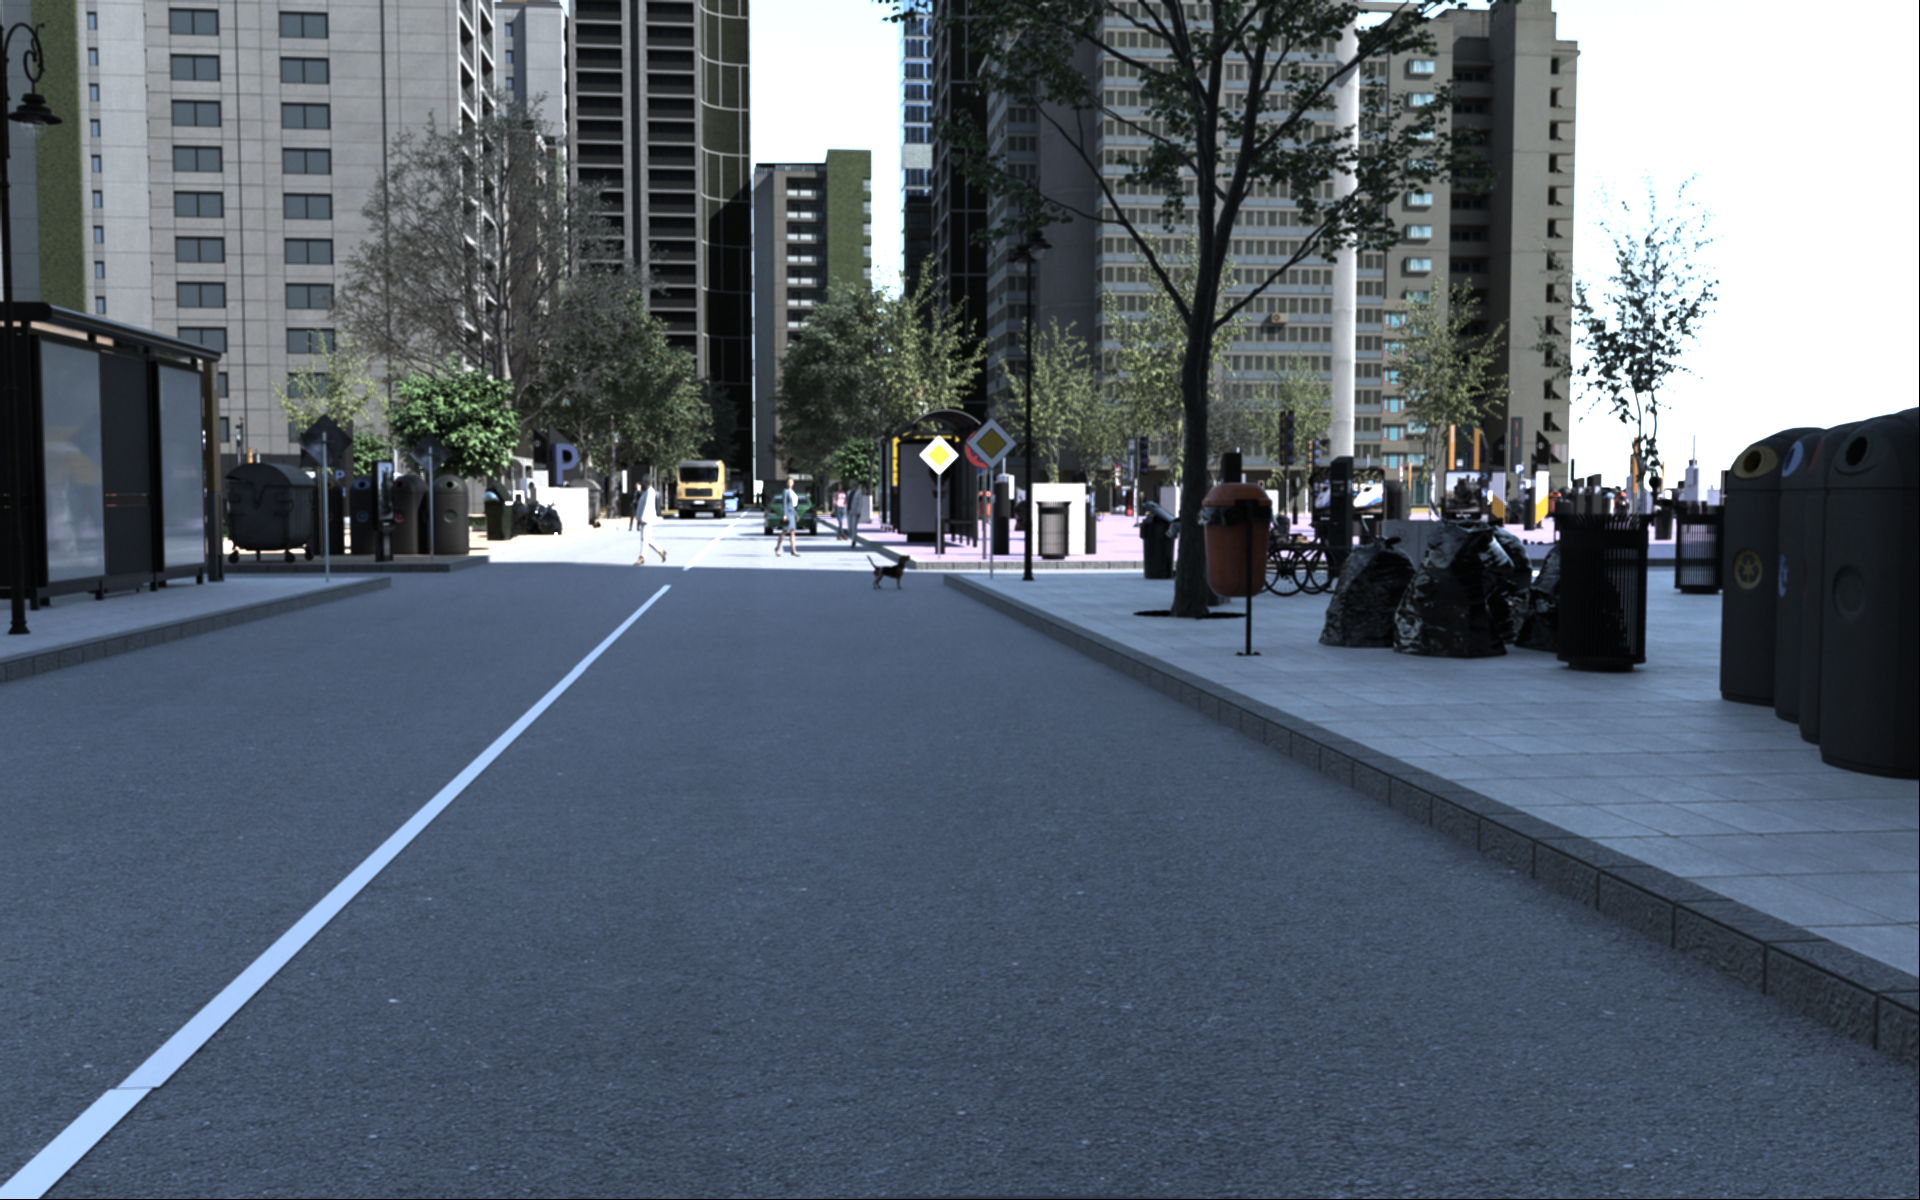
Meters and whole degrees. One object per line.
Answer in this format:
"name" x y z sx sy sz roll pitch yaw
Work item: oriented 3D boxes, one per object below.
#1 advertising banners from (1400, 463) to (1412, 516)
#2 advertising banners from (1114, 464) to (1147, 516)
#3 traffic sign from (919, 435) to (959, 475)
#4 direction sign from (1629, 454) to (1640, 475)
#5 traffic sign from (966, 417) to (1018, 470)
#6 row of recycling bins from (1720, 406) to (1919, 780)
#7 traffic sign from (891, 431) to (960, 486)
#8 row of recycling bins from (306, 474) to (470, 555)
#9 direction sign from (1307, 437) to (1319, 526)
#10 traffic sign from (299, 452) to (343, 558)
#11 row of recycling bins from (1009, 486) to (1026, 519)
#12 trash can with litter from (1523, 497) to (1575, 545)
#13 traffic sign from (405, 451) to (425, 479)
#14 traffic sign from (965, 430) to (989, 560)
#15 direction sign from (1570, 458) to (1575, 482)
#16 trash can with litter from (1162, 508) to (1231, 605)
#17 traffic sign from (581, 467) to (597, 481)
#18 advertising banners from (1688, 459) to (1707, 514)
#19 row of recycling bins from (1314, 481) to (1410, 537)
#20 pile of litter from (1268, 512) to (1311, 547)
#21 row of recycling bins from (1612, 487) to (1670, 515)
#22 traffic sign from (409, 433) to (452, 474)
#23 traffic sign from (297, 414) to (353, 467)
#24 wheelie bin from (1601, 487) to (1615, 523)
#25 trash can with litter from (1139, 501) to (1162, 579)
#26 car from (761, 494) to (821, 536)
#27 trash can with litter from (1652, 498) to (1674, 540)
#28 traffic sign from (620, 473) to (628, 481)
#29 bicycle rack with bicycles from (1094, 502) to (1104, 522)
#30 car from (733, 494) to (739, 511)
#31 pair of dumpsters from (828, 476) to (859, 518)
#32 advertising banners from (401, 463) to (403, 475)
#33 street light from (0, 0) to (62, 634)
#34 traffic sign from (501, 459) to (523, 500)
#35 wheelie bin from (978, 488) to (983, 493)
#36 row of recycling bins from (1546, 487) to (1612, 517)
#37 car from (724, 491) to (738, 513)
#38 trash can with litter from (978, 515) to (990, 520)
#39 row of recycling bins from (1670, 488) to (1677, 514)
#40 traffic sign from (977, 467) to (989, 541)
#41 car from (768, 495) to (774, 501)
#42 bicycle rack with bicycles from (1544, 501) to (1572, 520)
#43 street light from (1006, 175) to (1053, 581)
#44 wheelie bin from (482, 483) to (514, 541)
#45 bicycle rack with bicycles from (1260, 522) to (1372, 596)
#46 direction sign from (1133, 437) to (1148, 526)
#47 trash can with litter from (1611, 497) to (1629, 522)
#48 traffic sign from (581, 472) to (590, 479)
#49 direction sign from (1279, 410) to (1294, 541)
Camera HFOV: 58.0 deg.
"advertising banners" 25.294 -6.251 98.391 0.090 3.025 2.074 2 4 33
"advertising banners" 9.852 -6.367 100.283 2.074 3.025 0.090 -1 4 -12
"traffic sign" -0.393 -1.958 34.200 0.795 2.593 0.064 0 4 -6
"direction sign" 38.002 -6.450 97.450 0.876 3.537 0.379 -1 4 -21
"traffic sign" 0.499 -1.472 26.265 0.795 2.593 0.064 0 4 -6
"row of recycling bins" 4.901 -0.138 9.369 1.069 1.692 3.534 1 4 15
"traffic sign" -1.097 -3.818 56.297 2.265 3.308 0.079 0 4 1
"row of recycling bins" -12.124 -1.808 36.666 3.534 1.692 1.069 0 4 3
"direction sign" 14.149 -4.738 69.457 0.379 3.537 0.876 3 5 42
"traffic sign" -12.834 -2.128 34.790 0.884 2.594 0.081 0 4 0
"row of recycling bins" 3.157 -5.066 89.936 3.534 1.692 1.069 -3 5 -45
"trash can with litter" 14.963 -2.020 44.082 2.233 1.210 1.678 -1 4 -11
"traffic sign" -13.513 -2.651 43.442 0.768 2.556 0.104 0 4 -5
"traffic sign" 0.481 -2.061 33.798 0.768 2.556 0.104 0 4 2
"direction sign" 38.139 -7.089 107.896 0.379 3.537 0.876 0 4 4
"trash can with litter" 2.827 -0.539 20.203 0.624 1.170 1.055 1 4 22
"traffic sign" -17.328 -4.936 80.803 0.768 2.556 0.104 0 4 -1
"advertising banners" 36.959 -5.475 85.702 0.090 3.025 2.074 -3 4 -37
"row of recycling bins" 12.305 -2.812 53.097 3.534 1.692 1.069 -2 4 -30
"pile of litter" 8.048 -1.714 41.983 1.176 0.858 1.719 3 5 41
"row of recycling bins" 42.002 -6.150 107.660 3.534 1.692 1.069 2 4 34
"traffic sign" -10.129 -1.892 33.130 0.795 2.593 0.064 0 4 -6
"traffic sign" -9.237 -1.407 25.195 0.795 2.593 0.064 0 4 -6
"wheelie bin" 27.808 -4.096 74.878 0.980 1.594 0.693 2 4 32
"trash can with litter" 3.249 -0.906 26.202 1.055 1.170 0.624 2 4 30
"car" -5.972 -3.022 61.204 2.131 1.459 4.920 0 4 -5
"trash can with litter" 19.612 -2.268 48.469 0.624 1.170 1.055 1 4 14
"traffic sign" -20.482 -6.504 106.441 0.768 2.556 0.104 0 4 -2
"bicycle rack with bicycles" 5.411 -4.088 80.222 2.925 0.926 2.852 -2 4 -30
"car" -19.066 -8.127 141.665 1.959 1.807 4.718 0 4 -5
"pair of dumpsters" -6.321 -5.611 94.229 1.574 2.255 4.437 0 4 -6
"advertising banners" -30.808 -6.111 96.095 0.090 3.025 2.074 -2 4 -25
"street light" -8.643 -2.626 15.728 0.468 5.910 1.993 0 4 -6
"traffic sign" -16.183 -3.823 62.612 0.768 2.556 0.104 0 4 -4
"wheelie bin" 1.053 -4.967 89.115 0.980 1.594 0.693 -1 4 -8
"row of recycling bins" 33.627 -5.367 94.867 1.069 1.692 3.534 -3 5 -42
"car" -18.095 -7.593 133.730 1.945 1.707 3.694 0 4 -5
"trash can with litter" 1.140 -4.507 85.082 1.055 1.170 0.624 -3 5 -43
"row of recycling bins" 45.641 -6.354 111.003 1.069 1.692 3.534 1 4 13
"traffic sign" 0.468 -2.906 47.613 0.768 2.556 0.104 0 4 -5
"car" -14.082 -7.591 136.107 2.014 1.417 4.499 0 4 -6
"bicycle rack with bicycles" 30.380 -4.550 87.766 2.852 0.926 2.925 0 4 2
"street light" 1.012 -3.227 25.556 0.468 5.910 1.993 0 4 -6
"wheelie bin" -12.712 -2.428 47.605 0.693 1.594 0.980 0 4 8
"bicycle rack with bicycles" 4.291 -0.565 22.616 2.925 0.926 2.852 0 4 3
"direction sign" 7.079 -4.702 68.873 0.876 3.537 0.379 2 4 35
"trash can with litter" 29.728 -4.097 78.379 0.624 1.170 1.055 -3 4 -38
"traffic sign" -17.255 -4.725 79.378 0.606 2.300 0.079 0 4 -2
"direction sign" 8.893 -3.376 47.195 0.379 3.537 0.876 -1 4 -13
